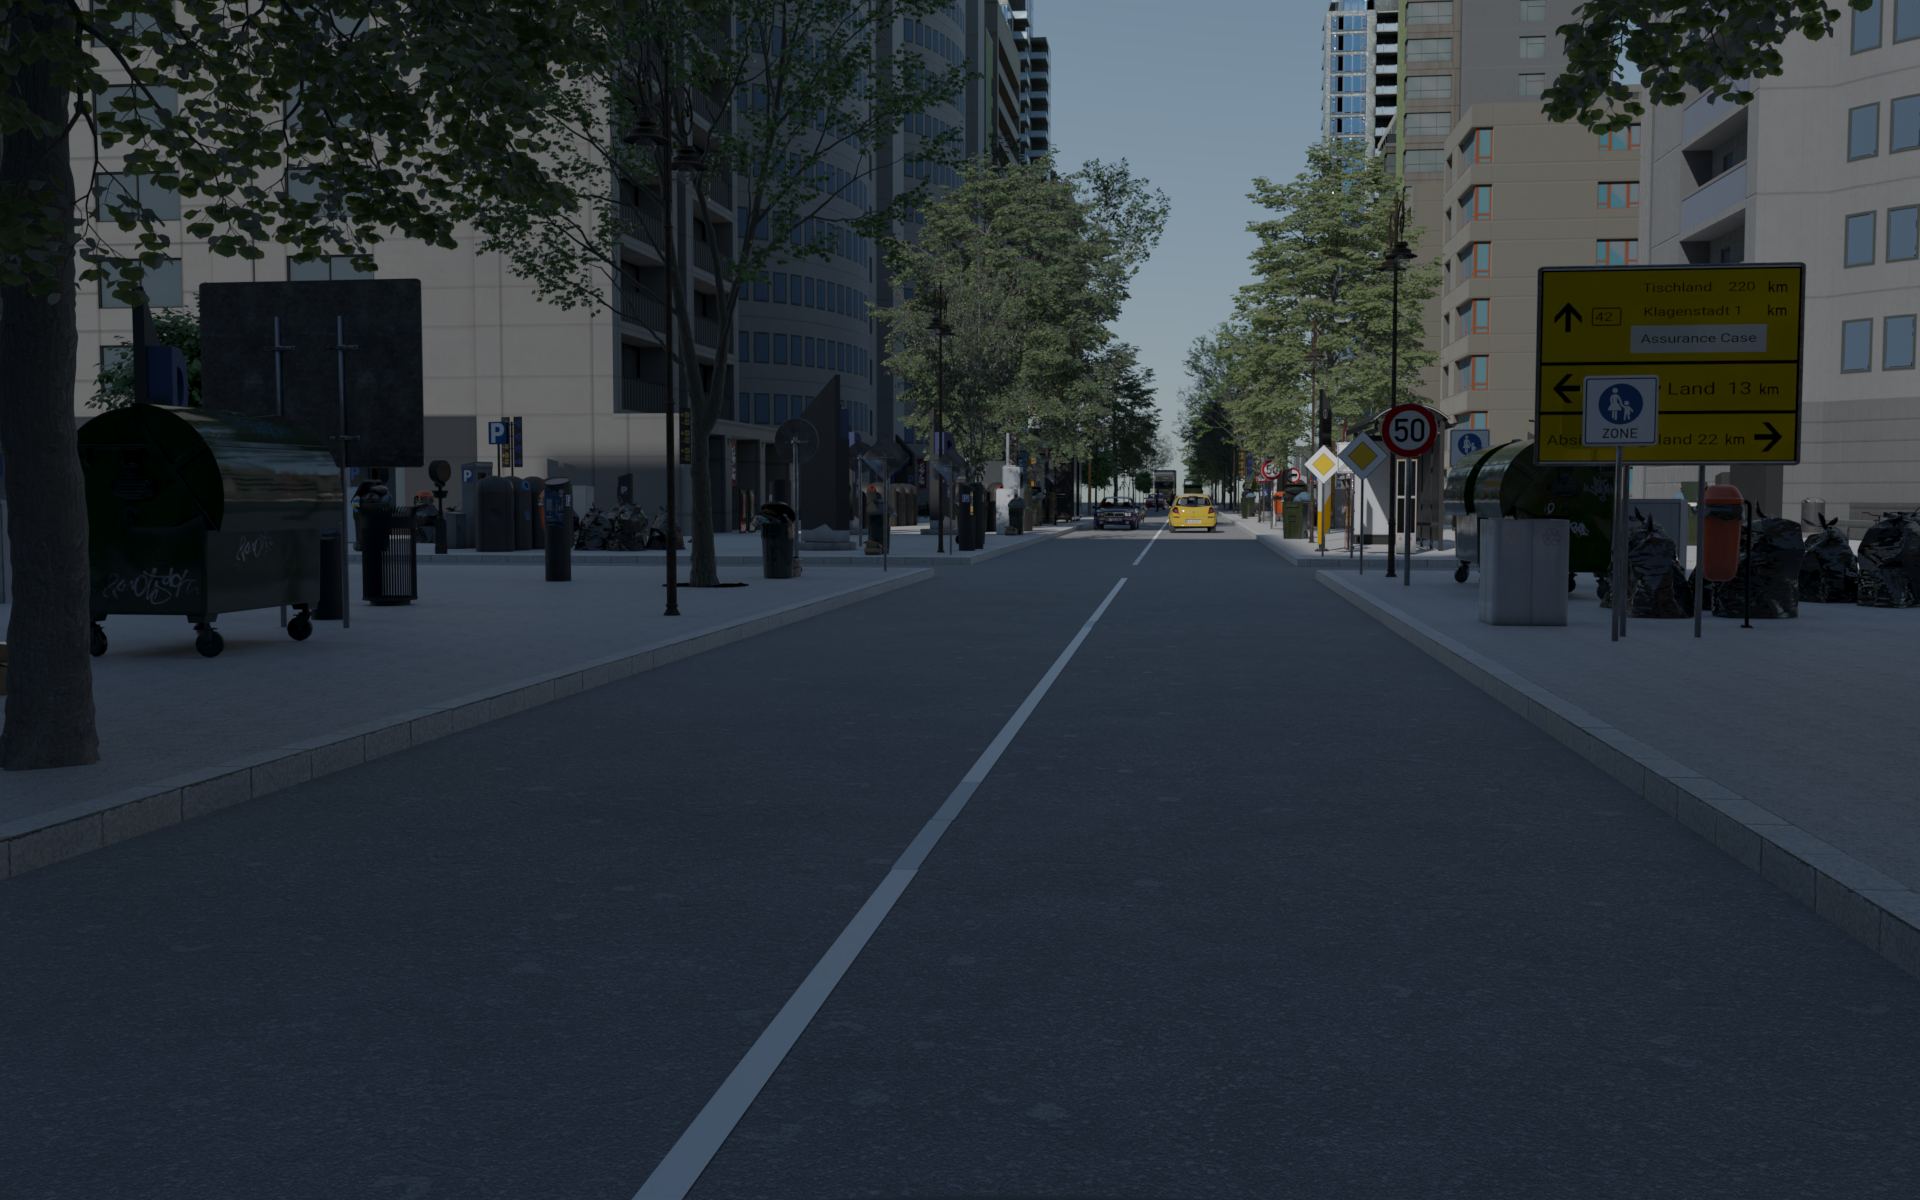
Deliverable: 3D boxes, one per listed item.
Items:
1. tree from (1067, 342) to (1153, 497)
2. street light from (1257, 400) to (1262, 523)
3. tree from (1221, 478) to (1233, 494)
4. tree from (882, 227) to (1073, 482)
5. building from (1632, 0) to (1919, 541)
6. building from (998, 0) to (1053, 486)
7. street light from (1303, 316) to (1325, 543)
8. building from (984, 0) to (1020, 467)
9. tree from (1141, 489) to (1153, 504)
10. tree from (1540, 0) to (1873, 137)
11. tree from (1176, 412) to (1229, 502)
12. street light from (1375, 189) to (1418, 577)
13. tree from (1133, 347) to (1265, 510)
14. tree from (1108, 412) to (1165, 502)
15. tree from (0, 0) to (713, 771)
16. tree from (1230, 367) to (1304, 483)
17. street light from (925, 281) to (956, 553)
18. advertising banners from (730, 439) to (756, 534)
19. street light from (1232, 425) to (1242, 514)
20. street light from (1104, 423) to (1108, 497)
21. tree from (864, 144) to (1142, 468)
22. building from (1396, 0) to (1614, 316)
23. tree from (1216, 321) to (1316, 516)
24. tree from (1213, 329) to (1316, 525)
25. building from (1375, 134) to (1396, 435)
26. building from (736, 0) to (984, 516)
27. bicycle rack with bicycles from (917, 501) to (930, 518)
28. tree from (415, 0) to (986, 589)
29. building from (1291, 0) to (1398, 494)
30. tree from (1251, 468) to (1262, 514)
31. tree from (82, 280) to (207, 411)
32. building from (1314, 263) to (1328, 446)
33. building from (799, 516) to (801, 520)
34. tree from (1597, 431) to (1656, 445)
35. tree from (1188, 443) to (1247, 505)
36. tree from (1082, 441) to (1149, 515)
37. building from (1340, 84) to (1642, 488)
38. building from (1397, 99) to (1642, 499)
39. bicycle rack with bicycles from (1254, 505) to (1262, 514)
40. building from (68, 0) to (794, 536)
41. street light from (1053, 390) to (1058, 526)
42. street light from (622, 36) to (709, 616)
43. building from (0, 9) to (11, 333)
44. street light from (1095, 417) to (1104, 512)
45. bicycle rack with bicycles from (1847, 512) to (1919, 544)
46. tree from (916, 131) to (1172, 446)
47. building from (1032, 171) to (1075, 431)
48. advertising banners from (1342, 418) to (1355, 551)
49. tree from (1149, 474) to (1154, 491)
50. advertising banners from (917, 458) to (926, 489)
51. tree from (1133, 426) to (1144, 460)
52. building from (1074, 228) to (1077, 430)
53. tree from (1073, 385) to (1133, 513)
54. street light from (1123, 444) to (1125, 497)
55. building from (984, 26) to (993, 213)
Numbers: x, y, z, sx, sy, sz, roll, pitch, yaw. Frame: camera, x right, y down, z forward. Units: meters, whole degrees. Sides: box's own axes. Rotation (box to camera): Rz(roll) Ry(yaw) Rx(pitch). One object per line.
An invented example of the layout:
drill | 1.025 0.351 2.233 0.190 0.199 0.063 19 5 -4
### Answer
tree | 11.524 -12.922 129.402 7.486 12.596 7.792 0 3 0
street light | 13.449 -6.411 77.609 0.468 5.910 1.993 0 4 7
tree | 27.936 -11.351 180.192 1.663 3.219 1.824 0 3 0
tree | 0.157 -5.912 47.030 4.360 8.622 3.978 0 3 0
building | 37.580 -31.174 51.692 28.212 58.520 21.231 0 4 7
building | 1.424 -55.570 221.239 22.319 86.520 31.000 0 4 7
street light | 9.218 -4.431 45.227 0.468 5.910 1.993 0 4 7
building | -5.860 -33.185 166.275 21.300 48.544 21.600 0 4 7
tree | 25.548 -14.772 236.116 1.663 3.219 1.824 0 3 0
tree | 5.267 -5.457 7.351 7.486 12.596 7.792 0 3 0
tree | 36.728 -21.175 252.872 9.857 13.997 8.962 0 3 0
street light | 6.669 -3.292 26.612 0.468 5.910 1.993 0 4 7
tree | 22.024 -14.105 140.985 12.009 13.543 11.850 0 3 0
tree | 18.540 -15.495 187.758 7.601 10.594 8.767 -1 4 -10
tree | -4.349 -5.516 8.319 7.486 12.596 7.792 0 3 0
tree | 16.293 -8.669 92.101 4.737 8.622 4.395 0 3 0
street light | -0.422 -3.973 37.747 0.468 5.910 1.993 0 4 7
advertising banners | -7.086 -3.687 56.477 0.090 3.025 2.074 1 4 16
street light | 17.632 -8.364 109.542 0.468 5.910 1.993 0 4 7
street light | 9.417 -8.570 112.909 0.468 5.910 1.993 0 4 7
tree | 1.736 -9.551 62.814 9.857 13.997 8.962 0 3 0
building | 38.774 -27.092 126.541 14.154 41.232 14.086 0 4 7
tree | 16.869 -10.744 101.412 9.928 11.665 9.643 0 3 0
tree | 13.014 -7.471 72.516 4.360 8.622 3.978 0 3 0
building | 40.885 -22.587 141.001 14.160 30.474 14.107 0 4 7
building | -10.281 -35.771 126.862 21.231 58.520 28.212 0 4 7
bicycle rack with bicycles | -1.209 -5.762 107.597 2.925 0.926 2.852 2 4 32
tree | -3.499 -5.995 23.766 9.928 11.665 9.643 0 3 0
building | 55.635 -55.764 224.415 22.319 86.520 31.000 0 4 7
tree | 19.249 -7.222 112.689 1.663 3.219 1.824 0 3 0
tree | -11.670 -2.635 26.791 4.285 4.588 4.351 0 3 0
building | 64.638 -34.278 252.328 32.217 40.220 23.993 0 4 7
building | -15.731 -33.809 94.783 21.231 58.520 28.212 0 4 7
tree | 24.370 -5.183 68.456 4.285 4.588 4.351 0 3 0
tree | 29.885 -15.943 195.079 8.767 10.594 7.601 -1 4 -12
tree | 8.433 -7.528 106.789 4.285 4.588 4.351 0 3 0
building | 51.905 -28.542 158.537 32.217 40.220 23.993 0 4 7
building | 38.252 -14.955 89.557 27.650 21.520 28.899 0 4 7
bicycle rack with bicycles | 18.840 -5.580 104.619 2.925 0.926 2.852 2 4 23
building | -17.117 -38.147 61.949 20.563 71.187 20.611 0 4 7
street light | 3.887 -5.974 70.455 0.468 5.910 1.993 0 4 7
street light | -3.046 -2.774 18.139 0.468 5.910 1.993 0 4 7
building | -55.071 -23.119 69.879 23.993 40.220 32.217 0 4 7
street light | 8.075 -7.926 102.378 0.468 5.910 1.993 0 4 7
bicycle rack with bicycles | 19.472 -1.348 35.428 2.852 0.926 2.925 1 4 14
tree | 4.236 -14.424 91.727 12.611 20.169 13.585 0 3 0
building | 8.800 -36.341 244.280 14.600 45.320 14.200 0 4 7
advertising banners | 8.875 -2.654 39.584 0.090 3.025 2.074 0 4 6
tree | 22.848 -14.233 216.425 4.285 4.588 4.351 0 3 0
advertising banners | -1.178 -5.409 84.631 2.074 3.025 0.090 2 4 24
tree | 15.949 -13.175 165.779 4.360 8.622 3.978 0 3 0
building | 10.116 -35.179 258.770 14.154 41.232 14.086 0 4 7
tree | 8.614 -10.198 117.095 4.360 8.622 3.978 0 3 0
street light | 13.735 -10.530 144.950 0.468 5.910 1.993 0 4 7
building | -4.964 -28.403 147.983 14.154 41.232 14.086 0 4 7
